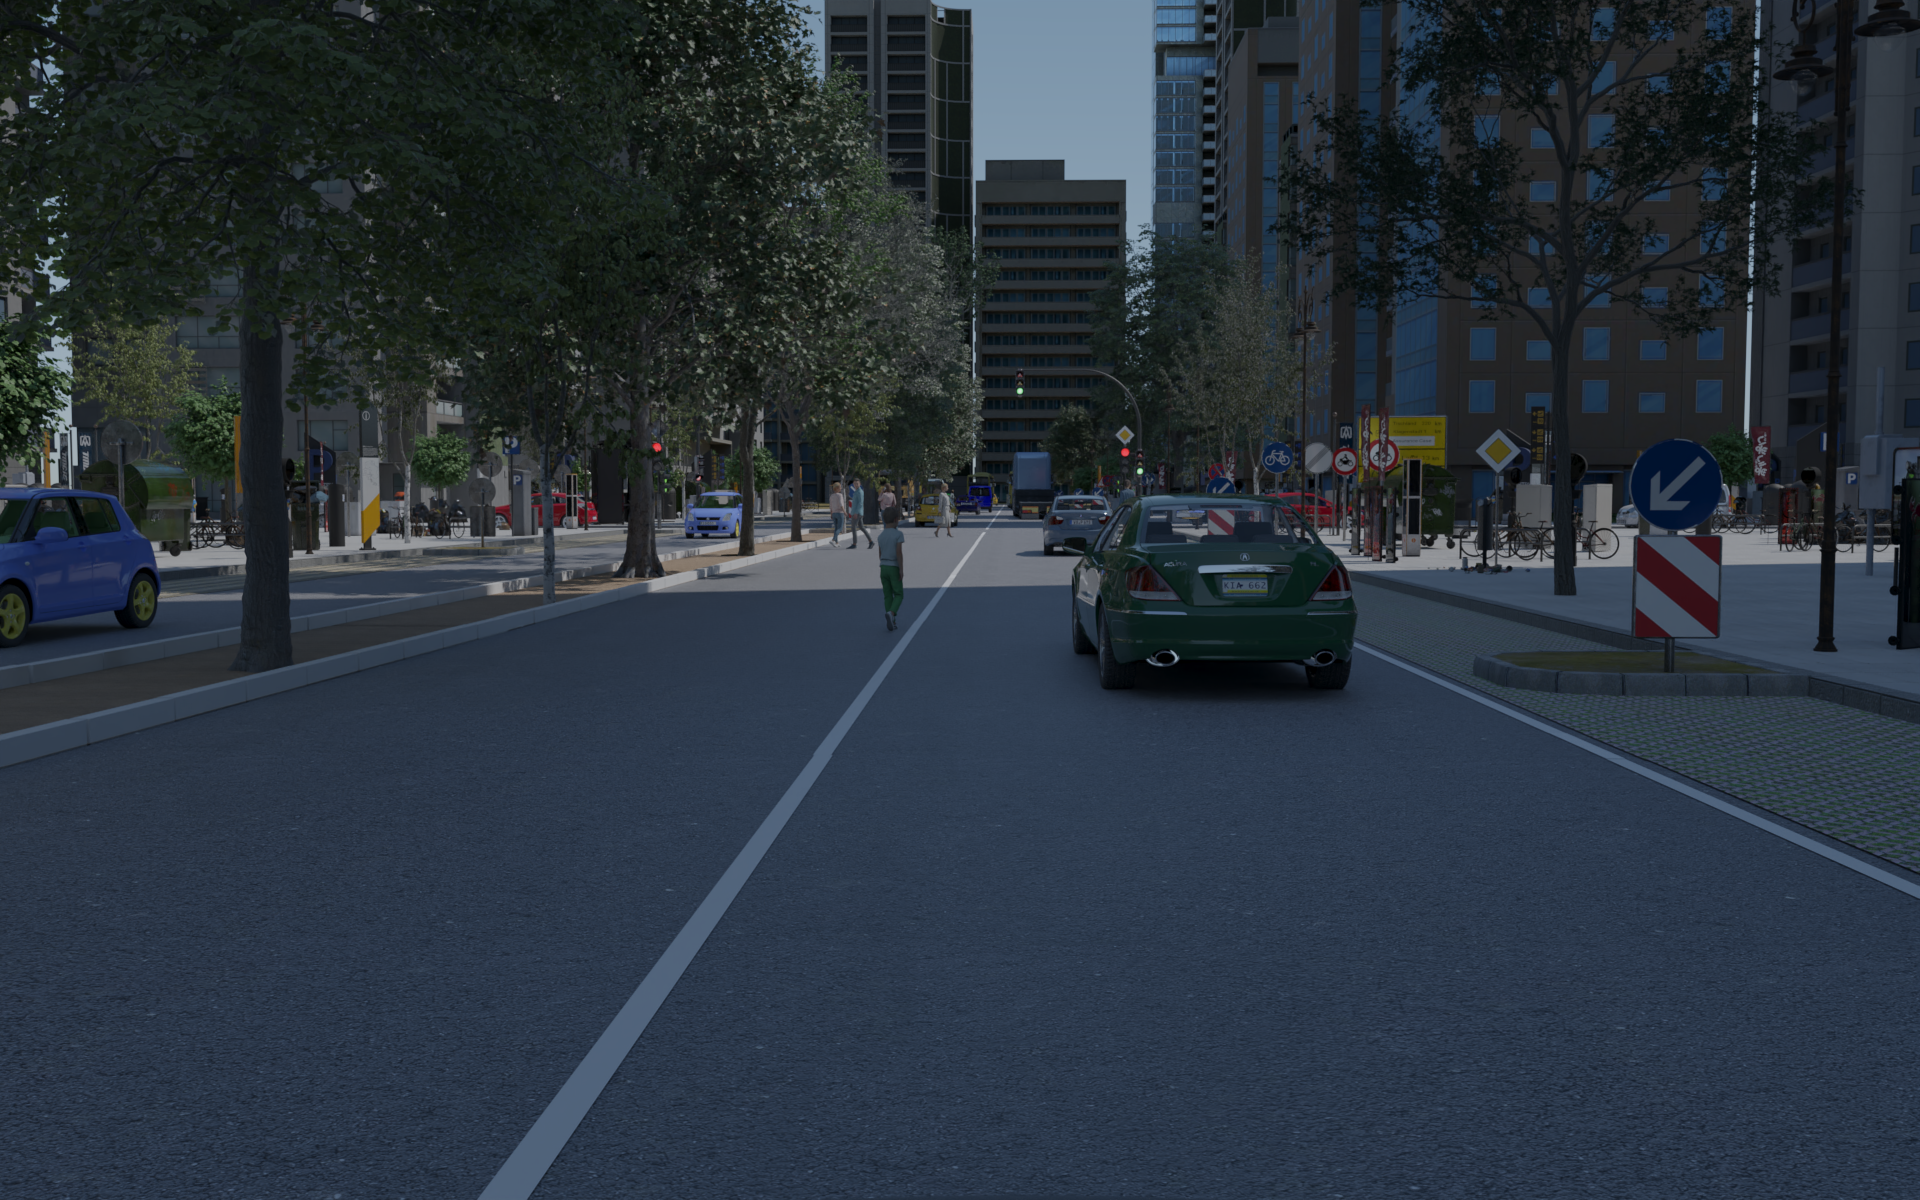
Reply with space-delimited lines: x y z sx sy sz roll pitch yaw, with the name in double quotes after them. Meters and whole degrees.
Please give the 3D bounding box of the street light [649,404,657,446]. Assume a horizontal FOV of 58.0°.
-12.802 -6.054 71.765 0.468 5.910 1.993 0 4 2 "street light"

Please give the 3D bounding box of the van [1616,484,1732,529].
27.690 -3.685 67.254 4.112 2.044 2.013 0 4 2 "van"

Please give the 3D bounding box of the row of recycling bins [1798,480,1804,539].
25.645 -2.604 49.691 3.534 1.692 1.069 1 4 11 "row of recycling bins"

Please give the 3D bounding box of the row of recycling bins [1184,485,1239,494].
12.588 -4.860 86.568 3.534 1.692 1.069 -3 4 -37 "row of recycling bins"

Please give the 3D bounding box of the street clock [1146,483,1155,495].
10.946 -5.798 99.369 0.471 2.002 0.358 2 4 35 "street clock"

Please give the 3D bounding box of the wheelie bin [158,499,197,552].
-17.688 -1.894 38.872 0.980 1.594 0.693 -3 4 -38 "wheelie bin"

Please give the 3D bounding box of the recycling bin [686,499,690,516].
-17.575 -6.189 113.745 0.722 1.027 0.722 -1 4 -11 "recycling bin"

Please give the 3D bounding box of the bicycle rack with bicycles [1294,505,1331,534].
10.687 -2.616 56.161 2.925 0.926 2.852 0 4 -4 "bicycle rack with bicycles"

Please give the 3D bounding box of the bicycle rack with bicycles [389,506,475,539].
-15.403 -2.236 49.941 2.852 0.926 2.925 0 4 7 "bicycle rack with bicycles"

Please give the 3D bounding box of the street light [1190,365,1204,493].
8.568 -5.480 62.381 0.468 5.910 1.993 0 4 2 "street light"

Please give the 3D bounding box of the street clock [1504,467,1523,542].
14.889 -2.574 46.659 0.471 2.002 0.358 -2 4 -28 "street clock"

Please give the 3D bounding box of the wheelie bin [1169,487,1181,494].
9.936 -4.414 80.084 0.980 1.594 0.693 0 4 -6 "wheelie bin"

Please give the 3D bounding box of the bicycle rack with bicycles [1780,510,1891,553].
19.481 -1.547 38.678 2.925 0.926 2.852 -2 4 -26 "bicycle rack with bicycles"

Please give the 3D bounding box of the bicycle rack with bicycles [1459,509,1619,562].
11.096 -1.274 34.209 2.852 0.926 2.925 -3 5 -40 "bicycle rack with bicycles"

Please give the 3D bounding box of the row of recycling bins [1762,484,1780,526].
34.258 -3.910 71.037 3.534 1.692 1.069 -2 4 -31 "row of recycling bins"

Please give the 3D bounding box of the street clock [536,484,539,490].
-26.639 -6.382 108.908 0.358 2.002 0.471 0 4 4 "street clock"

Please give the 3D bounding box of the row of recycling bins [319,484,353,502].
-27.414 -4.031 73.014 3.534 1.692 1.069 -2 4 -31 "row of recycling bins"

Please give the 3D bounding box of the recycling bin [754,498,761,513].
-13.633 -6.256 114.845 0.722 1.027 0.722 1 4 15 "recycling bin"

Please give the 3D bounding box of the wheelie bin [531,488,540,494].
-20.884 -4.695 84.676 0.693 1.594 0.980 -2 4 -27 "wheelie bin"

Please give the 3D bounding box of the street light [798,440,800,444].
-11.355 -9.012 120.130 0.468 5.910 1.993 0 4 2 "street light"

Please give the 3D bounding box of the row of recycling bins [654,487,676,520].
-14.978 -4.949 88.028 1.069 1.692 3.534 -1 4 -15 "row of recycling bins"

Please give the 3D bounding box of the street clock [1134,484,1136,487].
12.767 -7.389 125.386 0.471 2.002 0.358 0 4 -1 "street clock"

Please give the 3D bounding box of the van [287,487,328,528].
-25.962 -3.734 68.069 4.112 2.044 2.013 0 4 3 "van"

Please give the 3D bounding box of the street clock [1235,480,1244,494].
14.682 -5.302 91.263 0.471 2.002 0.358 2 4 34 "street clock"

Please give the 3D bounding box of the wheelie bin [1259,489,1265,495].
20.393 -6.555 115.081 0.693 1.594 0.980 -3 4 -37 "wheelie bin"

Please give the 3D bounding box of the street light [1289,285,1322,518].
7.662 -4.023 38.559 0.468 5.910 1.993 0 4 2 "street light"

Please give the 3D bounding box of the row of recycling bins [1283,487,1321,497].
20.273 -6.023 105.581 3.534 1.692 1.069 2 4 27 "row of recycling bins"

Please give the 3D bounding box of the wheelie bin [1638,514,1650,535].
20.775 -2.711 52.239 0.693 1.594 0.980 2 4 30 "wheelie bin"

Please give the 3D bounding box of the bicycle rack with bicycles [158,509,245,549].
-17.373 -1.671 40.697 2.925 0.926 2.852 -1 4 -8 "bicycle rack with bicycles"

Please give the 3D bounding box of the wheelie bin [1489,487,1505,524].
22.868 -4.012 73.497 0.693 1.594 0.980 2 4 32 "wheelie bin"

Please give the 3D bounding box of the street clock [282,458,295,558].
-13.502 -1.841 34.676 0.358 2.002 0.471 0 4 2 "street clock"

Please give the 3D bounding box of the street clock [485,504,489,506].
-24.139 -5.127 88.391 0.358 2.002 0.471 3 5 44 "street clock"

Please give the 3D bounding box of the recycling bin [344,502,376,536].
-18.492 -2.493 53.318 0.722 1.027 0.722 2 4 32 "recycling bin"

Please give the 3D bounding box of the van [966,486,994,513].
1.560 -8.018 135.482 2.240 2.365 5.245 0 4 1 "van"

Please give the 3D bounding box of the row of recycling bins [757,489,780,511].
-14.391 -7.556 130.661 1.069 1.692 3.534 1 4 12 "row of recycling bins"

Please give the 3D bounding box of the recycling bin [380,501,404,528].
-20.793 -3.116 63.505 0.722 1.027 0.722 0 4 -4 "recycling bin"

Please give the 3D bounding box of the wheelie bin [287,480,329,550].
-14.960 -1.941 39.637 0.980 1.594 0.693 -1 4 -23 "wheelie bin"

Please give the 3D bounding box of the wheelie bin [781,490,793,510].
-13.653 -7.875 136.666 0.980 1.594 0.693 -1 4 -19 "wheelie bin"

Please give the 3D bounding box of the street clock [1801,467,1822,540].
22.699 -2.549 46.242 0.358 2.002 0.471 -2 4 -25 "street clock"

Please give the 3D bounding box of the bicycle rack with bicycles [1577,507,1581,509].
17.418 -2.239 49.991 2.852 0.926 2.925 2 4 35 "bicycle rack with bicycles"

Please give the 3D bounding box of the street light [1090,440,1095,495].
11.025 -10.520 144.789 0.468 5.910 1.993 0 4 2 "street light"

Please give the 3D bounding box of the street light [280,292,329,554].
-13.884 -3.914 36.780 0.468 5.910 1.993 0 4 2 "street light"

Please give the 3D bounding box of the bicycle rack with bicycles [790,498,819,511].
-13.048 -7.973 143.739 2.925 0.926 2.852 -2 4 -28 "bicycle rack with bicycles"

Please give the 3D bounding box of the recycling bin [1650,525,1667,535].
20.499 -2.319 50.462 0.722 1.027 0.722 1 4 22 "recycling bin"

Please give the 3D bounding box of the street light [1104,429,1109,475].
10.294 -9.063 120.962 0.468 5.910 1.993 0 4 2 "street light"

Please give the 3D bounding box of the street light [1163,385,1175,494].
8.833 -6.148 73.308 0.468 5.910 1.993 0 4 2 "street light"

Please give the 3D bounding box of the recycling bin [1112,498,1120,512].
10.058 -5.884 108.764 0.722 1.027 0.722 -3 4 -36 "recycling bin"

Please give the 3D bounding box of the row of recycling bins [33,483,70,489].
-34.286 -3.478 63.982 3.534 1.692 1.069 1 4 22 "row of recycling bins"

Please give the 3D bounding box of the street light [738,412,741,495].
-12.170 -7.537 96.025 0.468 5.910 1.993 0 4 2 "street light"

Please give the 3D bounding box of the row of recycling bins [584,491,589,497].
-32.433 -8.542 146.772 3.534 1.692 1.069 1 4 19 "row of recycling bins"

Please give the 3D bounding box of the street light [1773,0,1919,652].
7.065 -2.518 13.959 0.468 5.910 1.993 0 4 2 "street light"

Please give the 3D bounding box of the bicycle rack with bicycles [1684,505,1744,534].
24.830 -2.605 55.972 2.925 0.926 2.852 2 4 30 "bicycle rack with bicycles"

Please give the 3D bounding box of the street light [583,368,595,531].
-13.158 -5.382 60.790 0.468 5.910 1.993 0 4 2 "street light"

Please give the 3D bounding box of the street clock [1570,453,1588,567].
10.822 -1.594 30.633 0.471 2.002 0.358 2 4 28 "street clock"
